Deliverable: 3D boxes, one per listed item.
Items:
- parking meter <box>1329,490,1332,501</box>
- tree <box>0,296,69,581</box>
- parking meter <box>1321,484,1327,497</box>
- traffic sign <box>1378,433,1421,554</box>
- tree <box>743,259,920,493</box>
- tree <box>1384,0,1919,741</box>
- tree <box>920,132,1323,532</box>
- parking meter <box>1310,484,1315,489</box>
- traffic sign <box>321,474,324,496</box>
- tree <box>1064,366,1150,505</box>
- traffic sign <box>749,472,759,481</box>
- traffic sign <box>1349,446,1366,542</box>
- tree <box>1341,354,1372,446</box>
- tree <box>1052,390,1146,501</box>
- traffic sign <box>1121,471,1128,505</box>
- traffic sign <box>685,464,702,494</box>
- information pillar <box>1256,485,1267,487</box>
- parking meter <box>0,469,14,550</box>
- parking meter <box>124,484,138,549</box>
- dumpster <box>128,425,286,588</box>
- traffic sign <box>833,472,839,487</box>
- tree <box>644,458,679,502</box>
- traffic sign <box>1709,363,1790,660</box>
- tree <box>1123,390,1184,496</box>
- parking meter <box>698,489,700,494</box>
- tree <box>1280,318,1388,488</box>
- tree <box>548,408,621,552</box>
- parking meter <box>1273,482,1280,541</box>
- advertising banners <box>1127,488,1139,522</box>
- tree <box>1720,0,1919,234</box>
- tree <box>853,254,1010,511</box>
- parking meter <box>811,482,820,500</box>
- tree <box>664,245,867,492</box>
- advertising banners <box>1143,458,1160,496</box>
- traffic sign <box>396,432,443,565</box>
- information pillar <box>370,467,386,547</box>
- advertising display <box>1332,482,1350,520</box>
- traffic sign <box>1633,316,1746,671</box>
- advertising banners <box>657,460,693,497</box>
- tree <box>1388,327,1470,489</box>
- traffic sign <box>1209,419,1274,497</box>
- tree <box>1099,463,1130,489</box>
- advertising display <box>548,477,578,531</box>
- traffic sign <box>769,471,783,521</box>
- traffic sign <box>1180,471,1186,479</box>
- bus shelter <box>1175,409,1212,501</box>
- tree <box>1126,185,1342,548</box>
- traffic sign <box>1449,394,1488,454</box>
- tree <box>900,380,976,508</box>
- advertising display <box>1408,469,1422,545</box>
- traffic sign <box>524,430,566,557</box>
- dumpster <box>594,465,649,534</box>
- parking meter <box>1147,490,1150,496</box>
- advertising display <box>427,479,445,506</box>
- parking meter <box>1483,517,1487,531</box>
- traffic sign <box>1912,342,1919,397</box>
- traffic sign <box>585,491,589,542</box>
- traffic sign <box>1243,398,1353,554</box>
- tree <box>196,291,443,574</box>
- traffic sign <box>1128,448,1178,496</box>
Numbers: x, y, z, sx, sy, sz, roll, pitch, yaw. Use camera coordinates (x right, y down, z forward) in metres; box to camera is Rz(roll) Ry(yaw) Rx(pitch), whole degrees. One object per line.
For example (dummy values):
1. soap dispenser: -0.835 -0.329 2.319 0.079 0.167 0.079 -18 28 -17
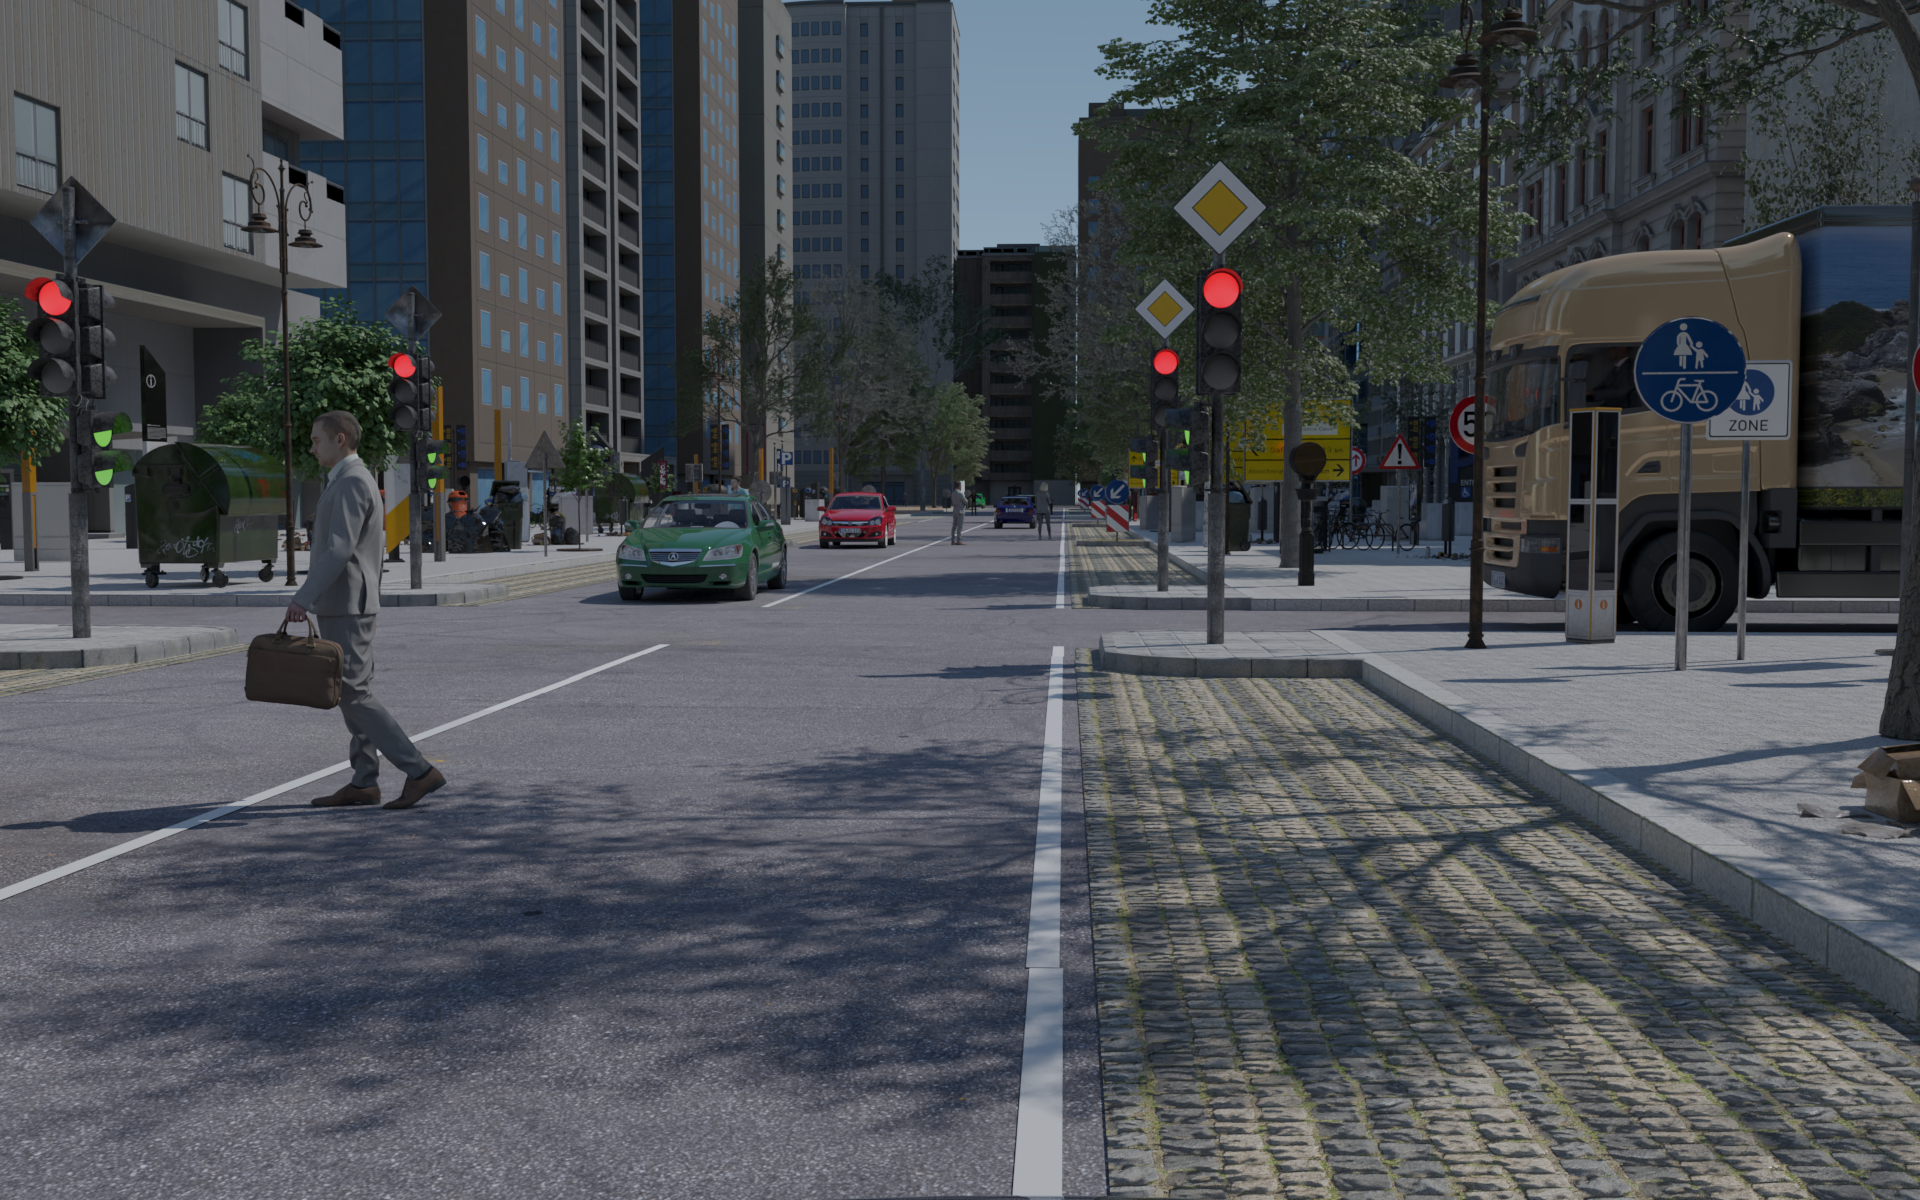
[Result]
1. parking meter: 20.818 -5.402 96.739 0.372 1.533 0.369 0 3 0
2. tree: -14.903 -2.582 25.936 4.285 4.588 4.351 0 3 0
3. parking meter: 20.478 -5.598 97.233 0.399 1.863 0.255 2 4 25
4. traffic sign: 9.389 -2.265 37.035 0.884 2.594 0.081 0 4 8
5. tree: -6.227 -11.055 91.112 12.009 13.543 11.850 0 3 0
6. tree: 4.929 -4.528 8.451 8.767 10.594 7.601 0 4 8
7. tree: 7.063 -9.045 58.263 12.009 13.543 11.850 0 3 0
8. parking meter: 16.997 -4.786 83.959 0.399 1.863 0.255 2 4 28
9. traffic sign: -12.109 -2.013 32.908 0.884 2.594 0.081 1 4 11
10. tree: 11.591 -12.540 130.778 9.928 11.665 9.643 0 3 0
11. traffic sign: -9.431 -4.747 79.743 0.606 2.300 0.079 0 4 7
12. traffic sign: 10.461 -2.828 46.336 0.768 2.556 0.104 0 4 6
13. tree: 18.829 -8.444 88.414 4.737 8.622 4.395 0 3 0
14. tree: 13.370 -15.261 166.531 9.611 12.733 9.660 0 3 0
15. traffic sign: 9.090 -5.775 94.424 0.884 2.594 0.081 0 4 6
16. traffic sign: -9.002 -3.453 58.579 0.606 2.300 0.079 1 4 13
17. information pillar: 11.827 -3.882 67.958 0.304 2.012 0.304 -1 4 -22
18. parking meter: -21.952 -2.091 39.895 0.255 1.863 0.399 -1 4 -15
19. parking meter: -19.362 -1.968 40.593 0.372 1.533 0.369 0 3 0
20. dumpster: -10.529 -1.335 24.323 1.502 2.255 1.985 0 4 3
21. traffic sign: -6.959 -6.016 98.467 0.768 2.556 0.104 0 4 5
22. tree: -15.843 -5.939 91.711 1.663 3.219 1.824 0 3 0
23. traffic sign: 6.037 -0.685 13.324 0.606 2.300 0.079 1 4 9
24. tree: 10.847 -9.203 100.833 4.360 8.622 3.978 0 3 0
25. parking meter: -14.142 -5.182 93.141 0.372 1.533 0.369 0 3 0
26. tree: 14.759 -7.397 71.297 4.360 8.622 3.978 0 3 0
27. tree: -8.516 -2.703 38.790 1.663 3.219 1.824 0 3 0
28. parking meter: 8.652 -2.514 46.809 0.255 1.863 0.399 -1 4 -9
29. advertising banners: 8.100 -5.138 80.196 0.090 3.025 2.074 2 4 25
30. tree: 12.809 -4.554 24.826 4.360 8.622 3.978 0 3 0
31. tree: -1.647 -17.058 134.780 12.611 20.169 13.585 0 3 0
32. parking meter: -7.069 -4.822 84.548 0.399 1.863 0.255 2 4 32
33. tree: -7.667 -7.984 64.958 7.601 10.594 8.767 2 4 25
34. advertising banners: 7.875 -4.502 69.787 0.090 3.025 2.074 -1 4 -23
35. traffic sign: -9.523 -1.864 30.484 0.884 2.594 0.081 1 4 10
36. information pillar: -14.000 -2.267 41.549 0.304 2.012 0.304 2 4 23
37. advertising display: 18.633 -4.847 84.467 0.974 1.923 0.123 0 4 6
38. traffic sign: 5.243 -0.760 12.525 0.768 2.556 0.104 1 4 9
39. advertising banners: -14.655 -5.715 89.623 2.074 3.025 0.090 -2 4 -30
40. tree: 19.945 -7.666 75.695 4.360 8.622 3.978 0 3 0
41. traffic sign: 7.899 -3.256 47.110 2.265 3.308 0.079 0 4 4
42. tree: 13.716 -10.167 149.949 4.285 4.588 4.351 0 3 0
43. advertising display: -13.690 -3.337 59.769 0.974 1.923 0.123 -1 4 -10
44. traffic sign: -8.272 -4.630 77.834 0.606 2.300 0.079 0 4 6
45. traffic sign: 6.669 -2.949 50.342 0.606 2.300 0.079 1 4 8
46. bus shelter: 9.824 -5.669 70.316 2.179 5.291 8.768 0 4 4
47. tree: 6.156 -5.560 41.276 4.737 8.622 4.395 0 3 0
48. traffic sign: 6.614 -1.347 22.123 0.768 2.556 0.104 0 4 6
49. tree: -2.414 -14.221 158.262 9.928 11.665 9.643 0 3 0
50. advertising display: 11.498 -2.358 43.769 0.123 1.923 0.974 0 4 3
51. traffic sign: -8.490 -2.167 35.427 0.884 2.594 0.081 1 4 8
52. dumpster: -11.200 -3.335 57.026 1.502 2.255 1.985 0 4 3
53. parking meter: 9.077 -4.779 83.854 0.255 1.863 0.399 0 4 5
54. advertising display: -19.038 -3.532 62.963 0.123 1.923 0.974 1 4 16
55. parking meter: 12.359 -2.133 40.581 0.255 1.863 0.399 -2 4 -30
56. traffic sign: 7.093 -0.742 12.233 0.768 2.556 0.104 1 4 10
57. traffic sign: -10.034 -2.840 46.539 0.768 2.556 0.104 1 4 12
58. traffic sign: 7.164 -2.625 36.796 2.265 3.308 0.079 1 4 11
59. tree: -10.143 -2.715 28.111 4.285 4.588 4.351 0 3 0
60. traffic sign: 8.625 -5.103 77.305 2.265 3.308 0.079 1 4 11
